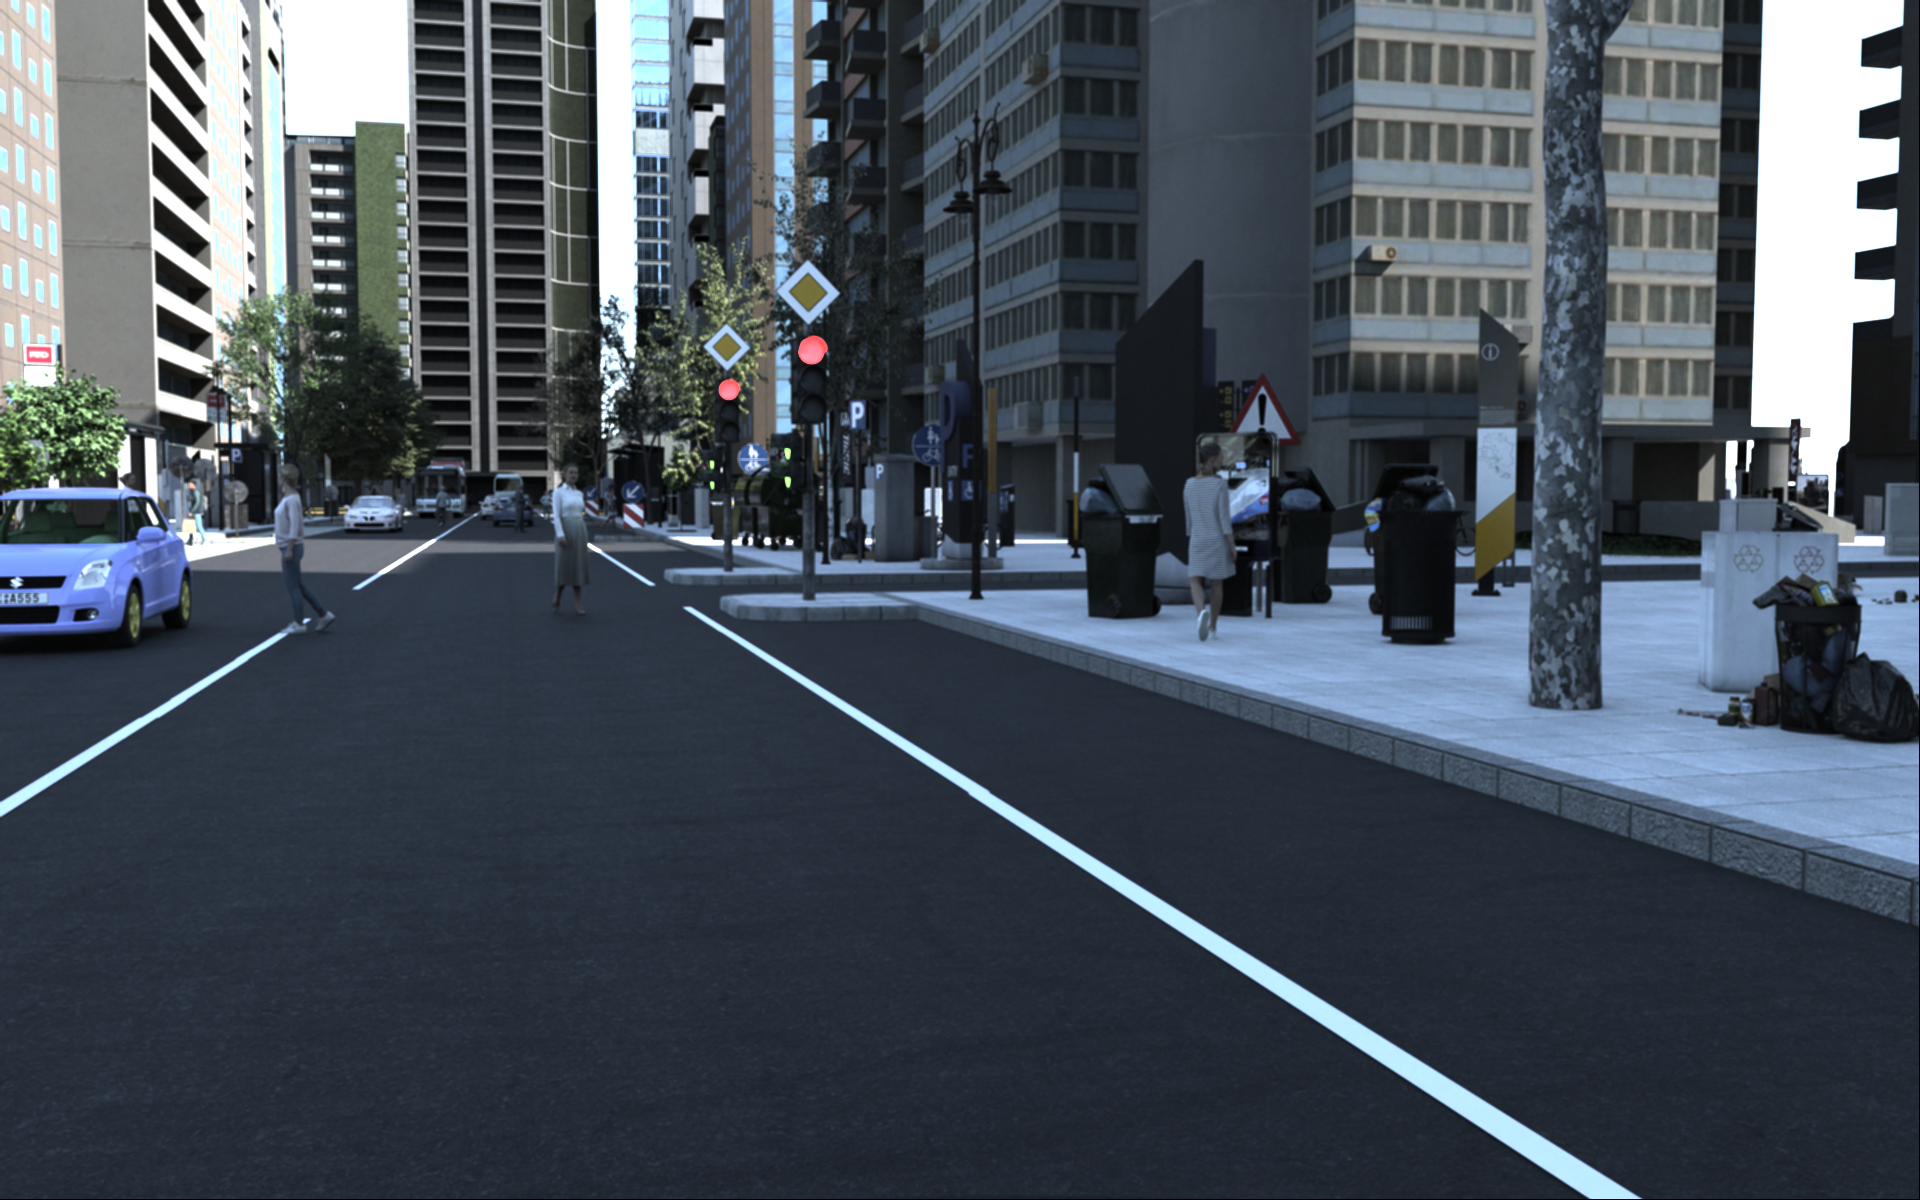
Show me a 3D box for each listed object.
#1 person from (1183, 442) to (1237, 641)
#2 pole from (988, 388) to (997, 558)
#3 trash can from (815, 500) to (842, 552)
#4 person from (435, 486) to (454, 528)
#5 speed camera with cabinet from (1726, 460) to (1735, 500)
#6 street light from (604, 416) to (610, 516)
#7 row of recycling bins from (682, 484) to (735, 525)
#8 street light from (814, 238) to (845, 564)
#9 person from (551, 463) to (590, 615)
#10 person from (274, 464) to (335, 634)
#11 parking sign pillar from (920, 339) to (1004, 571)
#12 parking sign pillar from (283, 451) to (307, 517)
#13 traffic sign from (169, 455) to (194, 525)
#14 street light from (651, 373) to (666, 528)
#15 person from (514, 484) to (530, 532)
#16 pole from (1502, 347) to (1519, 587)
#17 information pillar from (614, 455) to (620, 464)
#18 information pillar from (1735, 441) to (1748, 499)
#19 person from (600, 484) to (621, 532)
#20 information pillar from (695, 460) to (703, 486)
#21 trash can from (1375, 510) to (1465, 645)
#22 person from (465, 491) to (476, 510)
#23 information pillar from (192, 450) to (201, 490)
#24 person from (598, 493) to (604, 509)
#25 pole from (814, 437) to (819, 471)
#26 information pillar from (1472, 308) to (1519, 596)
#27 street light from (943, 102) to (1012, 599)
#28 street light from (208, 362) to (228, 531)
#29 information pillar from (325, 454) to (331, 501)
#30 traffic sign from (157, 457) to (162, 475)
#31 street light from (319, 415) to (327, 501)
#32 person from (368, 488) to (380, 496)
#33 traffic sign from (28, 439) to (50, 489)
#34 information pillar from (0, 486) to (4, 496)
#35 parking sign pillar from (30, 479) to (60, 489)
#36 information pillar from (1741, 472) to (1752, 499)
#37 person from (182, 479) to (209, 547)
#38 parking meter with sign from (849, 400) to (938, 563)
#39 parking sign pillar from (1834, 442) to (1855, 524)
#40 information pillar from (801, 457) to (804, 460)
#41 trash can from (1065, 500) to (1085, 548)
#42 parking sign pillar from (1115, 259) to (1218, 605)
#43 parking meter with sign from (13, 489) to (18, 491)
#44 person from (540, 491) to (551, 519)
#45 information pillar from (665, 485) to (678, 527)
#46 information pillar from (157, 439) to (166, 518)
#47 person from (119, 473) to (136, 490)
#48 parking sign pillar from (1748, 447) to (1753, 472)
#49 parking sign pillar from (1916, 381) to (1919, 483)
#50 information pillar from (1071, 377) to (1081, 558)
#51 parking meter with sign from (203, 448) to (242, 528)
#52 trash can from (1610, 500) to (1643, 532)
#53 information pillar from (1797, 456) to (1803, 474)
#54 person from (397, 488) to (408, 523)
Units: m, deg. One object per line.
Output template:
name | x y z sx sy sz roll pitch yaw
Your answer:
person | 2.187 -0.509 15.113 0.466 1.731 0.760 0 4 4
pole | 0.622 -2.412 33.283 0.158 3.312 0.155 0 3 0
trash can | -2.969 -1.644 38.538 0.748 1.137 0.748 0 3 0
person | -22.092 -3.991 74.233 0.515 1.767 0.782 3 5 44
speed camera with cabinet | 44.272 -6.503 100.663 0.660 3.252 2.038 0 4 -1
street light | -20.646 -7.847 101.083 0.468 5.910 1.993 -1 4 -15
row of recycling bins | -10.099 -4.040 73.167 3.534 1.692 1.069 -3 4 -39
street light | -2.457 -3.593 31.527 0.468 5.910 1.993 -1 4 -15
person | -4.697 -0.733 20.711 0.478 1.798 0.641 -3 4 -38
person | -6.780 -0.533 17.883 0.598 1.740 0.731 -2 4 -33
parking sign pillar | 0.031 -2.515 29.594 1.447 3.967 1.447 -1 4 -14
parking sign pillar | -37.260 -6.622 96.736 1.447 3.967 1.447 0 4 7
traffic sign | -25.328 -3.442 56.386 0.768 2.556 0.104 -1 4 -9
street light | -11.506 -5.717 66.266 0.468 5.910 1.993 -1 4 -15
person | -16.402 -3.436 64.851 0.590 1.801 0.661 -1 4 -14
pole | 7.583 -1.836 23.856 0.158 3.312 0.155 0 3 0
information pillar | -19.734 -6.647 100.025 0.504 3.616 0.183 1 4 22
information pillar | 26.586 -4.134 58.952 0.504 3.616 0.183 -2 4 -31
person | -13.268 -3.489 65.639 0.778 1.811 0.616 -1 4 -12
information pillar | -15.116 -6.673 100.465 0.504 3.616 0.183 -3 4 -36
trash can | 3.953 -0.200 14.917 0.748 1.137 0.748 0 3 0
person | -44.573 -9.068 157.446 1.217 1.739 0.721 0 4 1
information pillar | -40.262 -6.118 91.389 0.504 3.616 0.183 1 4 12
person | -31.010 -8.782 149.719 0.705 1.812 1.348 2 4 24
pole | -5.139 -4.174 62.095 0.158 3.312 0.155 0 3 0
information pillar | 6.728 -1.860 21.758 0.504 3.616 0.183 1 4 19
street light | 0.198 -2.947 20.977 0.468 5.910 1.993 -1 4 -15
street light | -26.036 -5.388 60.875 0.468 5.910 1.993 -1 4 -15
information pillar | -35.798 -6.524 98.022 0.183 3.616 0.504 1 4 21
traffic sign | -25.717 -3.357 54.986 0.768 2.556 0.104 -1 4 -9
street light | -35.446 -7.569 96.544 0.468 5.910 1.993 -1 4 -15
person | -44.453 -7.619 131.335 1.217 1.735 0.721 0 4 3
traffic sign | -21.471 -2.447 40.109 0.768 2.556 0.104 0 4 -5
information pillar | -24.796 -2.461 44.730 0.304 2.012 0.304 -1 4 -16
parking sign pillar | -32.321 -4.437 61.014 1.447 3.967 1.447 2 4 26
information pillar | 25.807 -3.199 56.801 0.304 2.012 0.304 -3 5 -42
person | -20.698 -2.344 46.804 0.713 1.824 0.794 -1 4 -16
parking meter with sign | -1.220 -2.231 32.740 1.738 3.016 0.543 -3 4 -38
parking sign pillar | 34.408 -4.798 66.917 1.447 3.967 1.447 -2 4 -28
information pillar | -9.242 -6.715 101.152 0.504 3.616 0.183 -2 4 -25
trash can | 2.879 -1.817 41.356 0.748 1.137 0.748 0 3 0
parking sign pillar | 2.444 -1.966 20.614 1.447 3.967 1.447 -3 5 -39
parking meter with sign | -25.234 -3.042 46.001 0.543 3.016 1.738 -1 4 -15
person | -23.709 -5.433 99.136 0.589 1.601 0.330 -2 4 -29
information pillar | -11.301 -3.894 68.157 0.304 2.012 0.304 -2 4 -33
information pillar | -34.012 -5.036 73.686 0.504 3.616 0.183 1 4 21
person | -14.256 -1.277 29.601 0.641 1.798 0.478 0 4 -2
parking sign pillar | 32.048 -4.914 68.809 1.447 3.967 1.447 1 4 10
parking sign pillar | 23.569 -3.232 41.308 1.447 3.967 1.447 0 4 3
information pillar | 2.325 -2.647 34.633 0.183 3.616 0.504 0 4 4
parking meter with sign | -28.001 -4.242 65.619 1.738 3.016 0.543 2 4 27
trash can | 16.050 -1.839 41.719 0.748 1.137 0.748 0 3 0
information pillar | 51.702 -7.052 106.659 0.504 3.616 0.183 -2 4 -27
person | -27.852 -4.709 86.236 0.760 1.731 0.466 1 4 14
